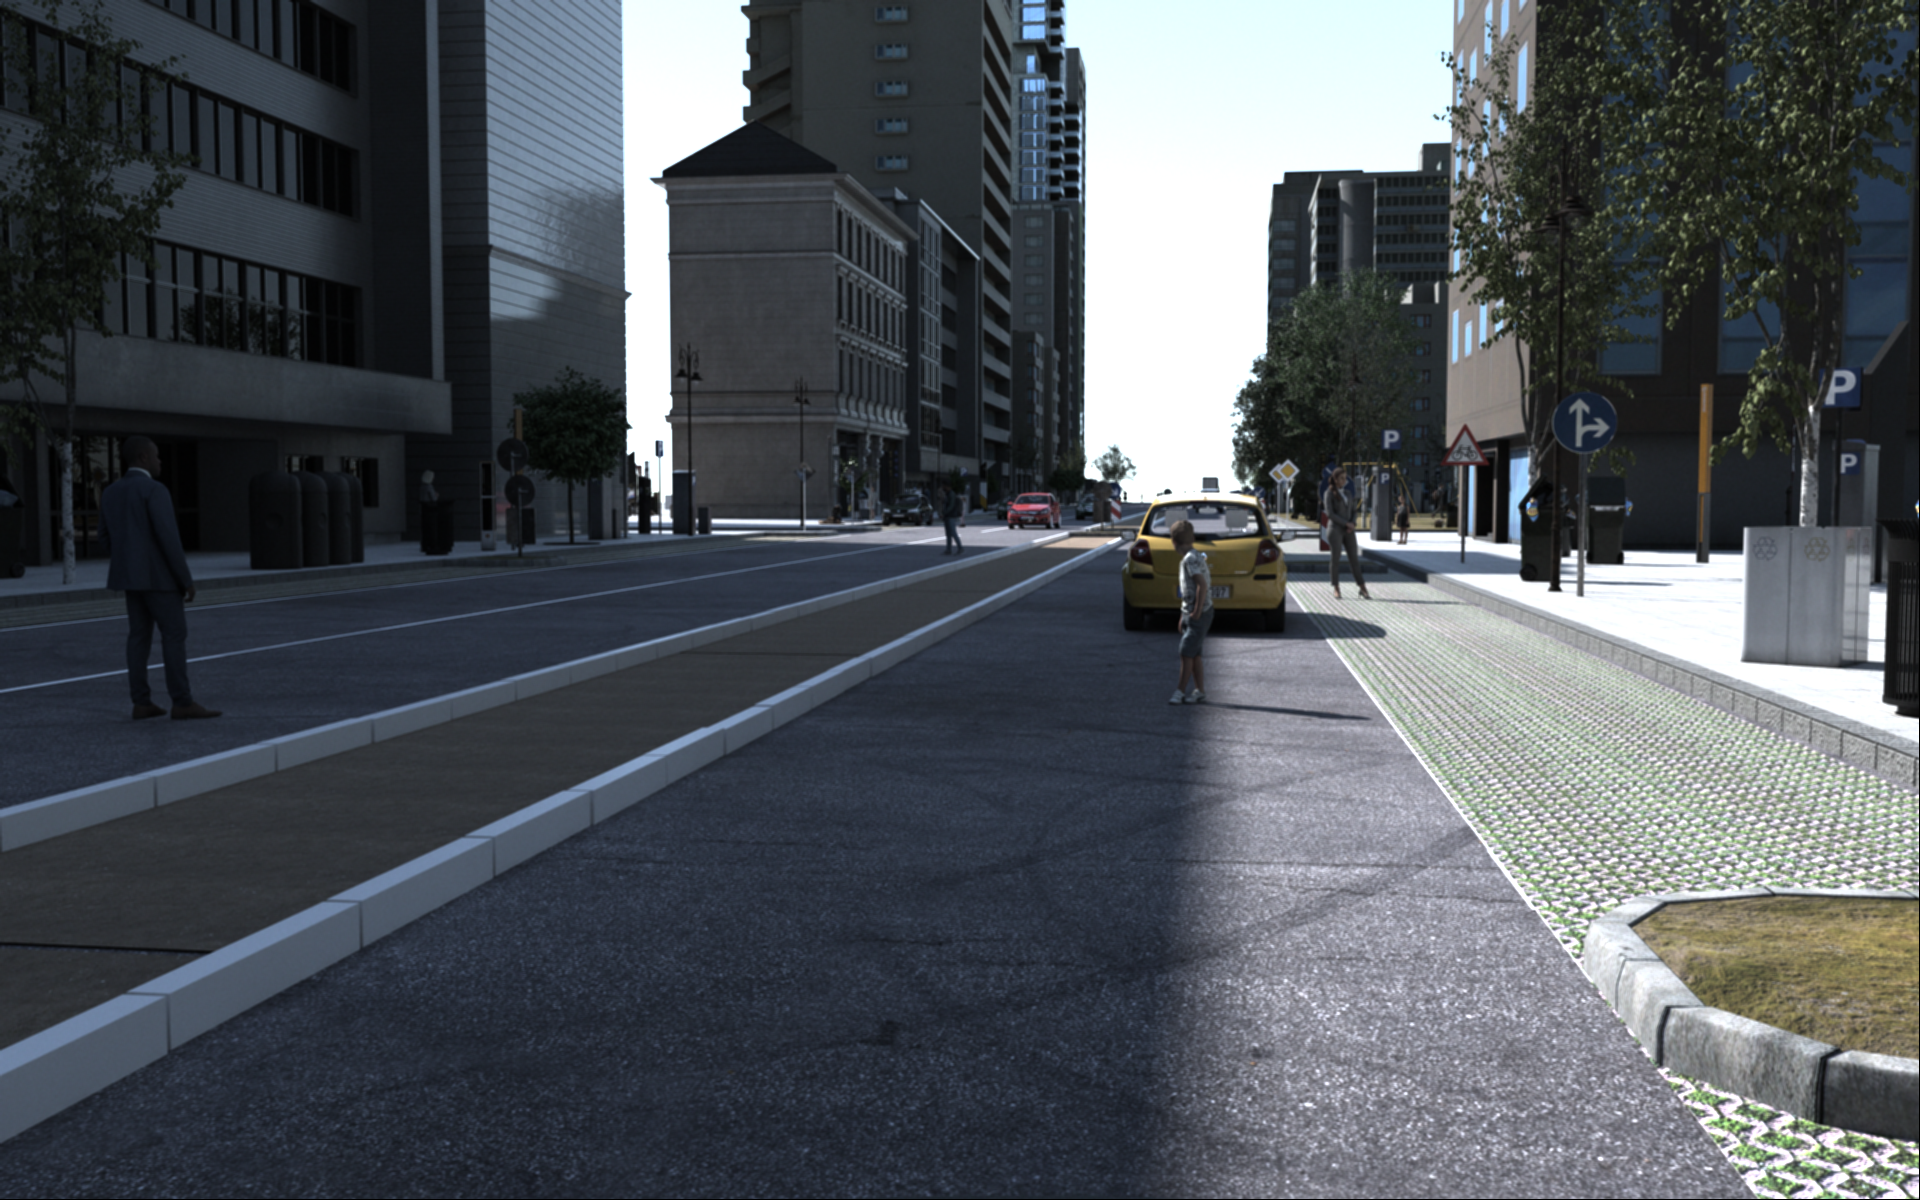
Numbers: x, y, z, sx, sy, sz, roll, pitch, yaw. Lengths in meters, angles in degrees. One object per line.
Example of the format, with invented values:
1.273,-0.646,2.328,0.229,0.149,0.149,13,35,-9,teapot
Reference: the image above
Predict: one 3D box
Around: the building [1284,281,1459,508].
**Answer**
46.572,-19.936,170.993,27.650,21.520,28.899,1,4,8,building

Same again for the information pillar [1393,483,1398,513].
29.988,-7.036,119.537,0.304,2.012,0.304,-1,4,-8,information pillar

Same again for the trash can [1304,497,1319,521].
16.760,-4.335,82.533,0.748,1.137,0.748,0,3,0,trash can

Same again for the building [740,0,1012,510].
-7.197,-32.420,153.771,21.300,48.544,21.600,1,4,8,building

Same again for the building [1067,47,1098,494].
12.214,-51.714,283.769,20.563,71.187,20.611,1,4,8,building

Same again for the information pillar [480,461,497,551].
-10.672,-2.121,39.173,0.304,2.012,0.304,0,4,-7,information pillar

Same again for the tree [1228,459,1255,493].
46.651,-20.617,287.452,4.360,8.622,3.978,0,3,0,tree

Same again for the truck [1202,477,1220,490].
41.897,-18.374,289.321,2.839,4.237,11.283,1,4,10,truck

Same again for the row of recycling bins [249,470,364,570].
-11.611,-1.462,31.014,1.069,1.692,3.534,0,4,3,row of recycling bins

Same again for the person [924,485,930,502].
-1.986,-5.855,101.956,0.419,1.800,0.721,-2,4,-23,person

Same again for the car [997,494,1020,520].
3.213,-5.292,98.322,2.131,1.459,4.920,1,4,8,car

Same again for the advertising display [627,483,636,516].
-19.073,-5.766,99.492,0.974,1.923,0.123,1,4,16,advertising display

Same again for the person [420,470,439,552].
-11.666,-1.954,38.177,0.526,1.800,0.537,-3,4,-36,person

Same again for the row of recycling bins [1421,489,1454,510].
37.251,-7.897,136.223,1.069,1.692,3.534,-3,5,-40,row of recycling bins

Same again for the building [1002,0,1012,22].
-3.280,-44.988,173.813,20.563,71.187,20.611,1,4,8,building

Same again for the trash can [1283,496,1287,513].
22.498,-6.649,120.357,0.748,1.137,0.748,0,3,0,trash can

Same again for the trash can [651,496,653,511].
-19.559,-6.008,109.891,0.748,1.137,0.748,0,3,0,trash can

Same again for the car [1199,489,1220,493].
19.126,-7.571,132.458,2.281,1.827,5.304,1,4,10,car

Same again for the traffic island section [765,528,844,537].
-5.358,-2.267,59.354,2.009,0.180,2.903,1,4,8,traffic island section

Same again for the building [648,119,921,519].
-10.653,-14.688,91.066,10.553,20.767,40.483,1,4,8,building

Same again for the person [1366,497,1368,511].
30.653,-7.617,130.929,0.599,1.781,0.374,-3,5,-43,person

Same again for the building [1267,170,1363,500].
56.201,-38.576,254.416,21.300,48.544,21.600,1,4,8,building

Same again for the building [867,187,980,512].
-7.581,-18.786,126.215,14.314,24.678,30.058,1,4,8,building

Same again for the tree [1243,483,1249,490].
48.690,-18.286,293.580,1.663,3.219,1.824,0,3,0,tree

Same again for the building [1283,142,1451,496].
52.527,-30.847,196.229,32.217,40.220,23.993,1,4,8,building

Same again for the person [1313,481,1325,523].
15.968,-4.296,76.197,0.836,1.842,0.656,1,4,12,person

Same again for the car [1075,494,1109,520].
7.533,-5.215,97.063,2.131,1.459,4.920,1,4,9,car

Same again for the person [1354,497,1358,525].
16.103,-3.735,71.353,0.590,1.304,0.306,0,4,-2,person

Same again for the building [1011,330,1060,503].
-3.576,-21.731,200.345,27.650,21.520,28.899,1,4,8,building

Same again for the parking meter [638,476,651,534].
-10.226,-3.084,56.134,0.399,1.863,0.255,3,5,41,parking meter

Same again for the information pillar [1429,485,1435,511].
35.128,-7.613,128.965,0.304,2.012,0.304,-1,4,-20,information pillar

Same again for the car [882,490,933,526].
-2.357,-4.184,78.202,2.009,1.686,4.222,1,4,10,car

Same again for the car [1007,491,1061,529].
3.115,-3.859,72.142,2.155,1.783,4.494,1,4,10,car

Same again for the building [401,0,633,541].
-26.374,-16.884,53.550,29.804,29.767,11.434,1,4,8,building

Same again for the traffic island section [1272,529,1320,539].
10.809,-2.122,56.982,2.009,0.180,2.903,1,4,8,traffic island section

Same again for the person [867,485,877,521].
-4.132,-4.570,81.766,0.512,1.701,0.522,3,4,39,person

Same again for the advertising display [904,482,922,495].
-2.483,-5.315,92.109,0.974,1.923,0.123,-1,4,-12,advertising display

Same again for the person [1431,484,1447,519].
24.966,-5.150,90.205,0.822,1.834,0.622,1,4,9,person

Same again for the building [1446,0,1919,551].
20.797,-24.106,44.248,14.600,45.320,14.200,1,4,8,building

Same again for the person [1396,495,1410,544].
11.289,-2.045,44.145,0.373,1.253,0.362,-3,4,-37,person

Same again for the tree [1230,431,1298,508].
27.800,-13.465,154.561,8.767,10.594,7.601,2,4,29,tree

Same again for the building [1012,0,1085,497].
7.951,-57.812,257.892,22.319,86.520,31.000,1,4,8,building

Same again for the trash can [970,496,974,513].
0.649,-6.641,120.238,0.748,1.137,0.748,0,3,0,trash can

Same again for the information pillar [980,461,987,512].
1.662,-7.973,121.706,0.504,3.616,0.183,0,4,5,information pillar

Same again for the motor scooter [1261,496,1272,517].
17.190,-5.186,97.569,0.815,1.314,1.986,0,4,8,motor scooter

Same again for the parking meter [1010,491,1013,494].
4.159,-8.124,141.238,0.372,1.533,0.369,0,3,0,parking meter

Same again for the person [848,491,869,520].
-5.022,-4.844,85.453,0.699,1.804,1.509,-1,4,-20,person

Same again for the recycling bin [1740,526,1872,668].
6.450,-0.040,13.205,0.722,1.027,0.722,3,5,44,recycling bin

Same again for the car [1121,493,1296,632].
2.783,-0.569,19.527,2.015,1.641,3.980,1,4,9,car

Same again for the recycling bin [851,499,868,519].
-5.103,-4.616,88.018,0.722,1.027,0.722,0,4,7,recycling bin

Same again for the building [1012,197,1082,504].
8.977,-33.744,235.300,14.154,41.232,14.086,1,4,8,building

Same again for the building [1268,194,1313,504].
49.612,-33.884,237.604,14.154,41.232,14.086,1,4,8,building

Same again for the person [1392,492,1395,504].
16.702,-3.775,67.864,0.635,1.810,0.391,-2,4,-24,person

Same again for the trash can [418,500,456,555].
-11.015,-1.516,36.442,0.748,1.137,0.748,0,3,0,trash can

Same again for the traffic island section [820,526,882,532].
-4.197,-2.751,67.254,2.009,0.180,2.903,1,4,8,traffic island section

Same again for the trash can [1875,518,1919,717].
5.700,0.100,10.023,0.748,1.137,0.748,0,3,0,trash can

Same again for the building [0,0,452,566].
-22.021,-12.930,30.466,14.314,24.678,30.058,1,4,8,building
